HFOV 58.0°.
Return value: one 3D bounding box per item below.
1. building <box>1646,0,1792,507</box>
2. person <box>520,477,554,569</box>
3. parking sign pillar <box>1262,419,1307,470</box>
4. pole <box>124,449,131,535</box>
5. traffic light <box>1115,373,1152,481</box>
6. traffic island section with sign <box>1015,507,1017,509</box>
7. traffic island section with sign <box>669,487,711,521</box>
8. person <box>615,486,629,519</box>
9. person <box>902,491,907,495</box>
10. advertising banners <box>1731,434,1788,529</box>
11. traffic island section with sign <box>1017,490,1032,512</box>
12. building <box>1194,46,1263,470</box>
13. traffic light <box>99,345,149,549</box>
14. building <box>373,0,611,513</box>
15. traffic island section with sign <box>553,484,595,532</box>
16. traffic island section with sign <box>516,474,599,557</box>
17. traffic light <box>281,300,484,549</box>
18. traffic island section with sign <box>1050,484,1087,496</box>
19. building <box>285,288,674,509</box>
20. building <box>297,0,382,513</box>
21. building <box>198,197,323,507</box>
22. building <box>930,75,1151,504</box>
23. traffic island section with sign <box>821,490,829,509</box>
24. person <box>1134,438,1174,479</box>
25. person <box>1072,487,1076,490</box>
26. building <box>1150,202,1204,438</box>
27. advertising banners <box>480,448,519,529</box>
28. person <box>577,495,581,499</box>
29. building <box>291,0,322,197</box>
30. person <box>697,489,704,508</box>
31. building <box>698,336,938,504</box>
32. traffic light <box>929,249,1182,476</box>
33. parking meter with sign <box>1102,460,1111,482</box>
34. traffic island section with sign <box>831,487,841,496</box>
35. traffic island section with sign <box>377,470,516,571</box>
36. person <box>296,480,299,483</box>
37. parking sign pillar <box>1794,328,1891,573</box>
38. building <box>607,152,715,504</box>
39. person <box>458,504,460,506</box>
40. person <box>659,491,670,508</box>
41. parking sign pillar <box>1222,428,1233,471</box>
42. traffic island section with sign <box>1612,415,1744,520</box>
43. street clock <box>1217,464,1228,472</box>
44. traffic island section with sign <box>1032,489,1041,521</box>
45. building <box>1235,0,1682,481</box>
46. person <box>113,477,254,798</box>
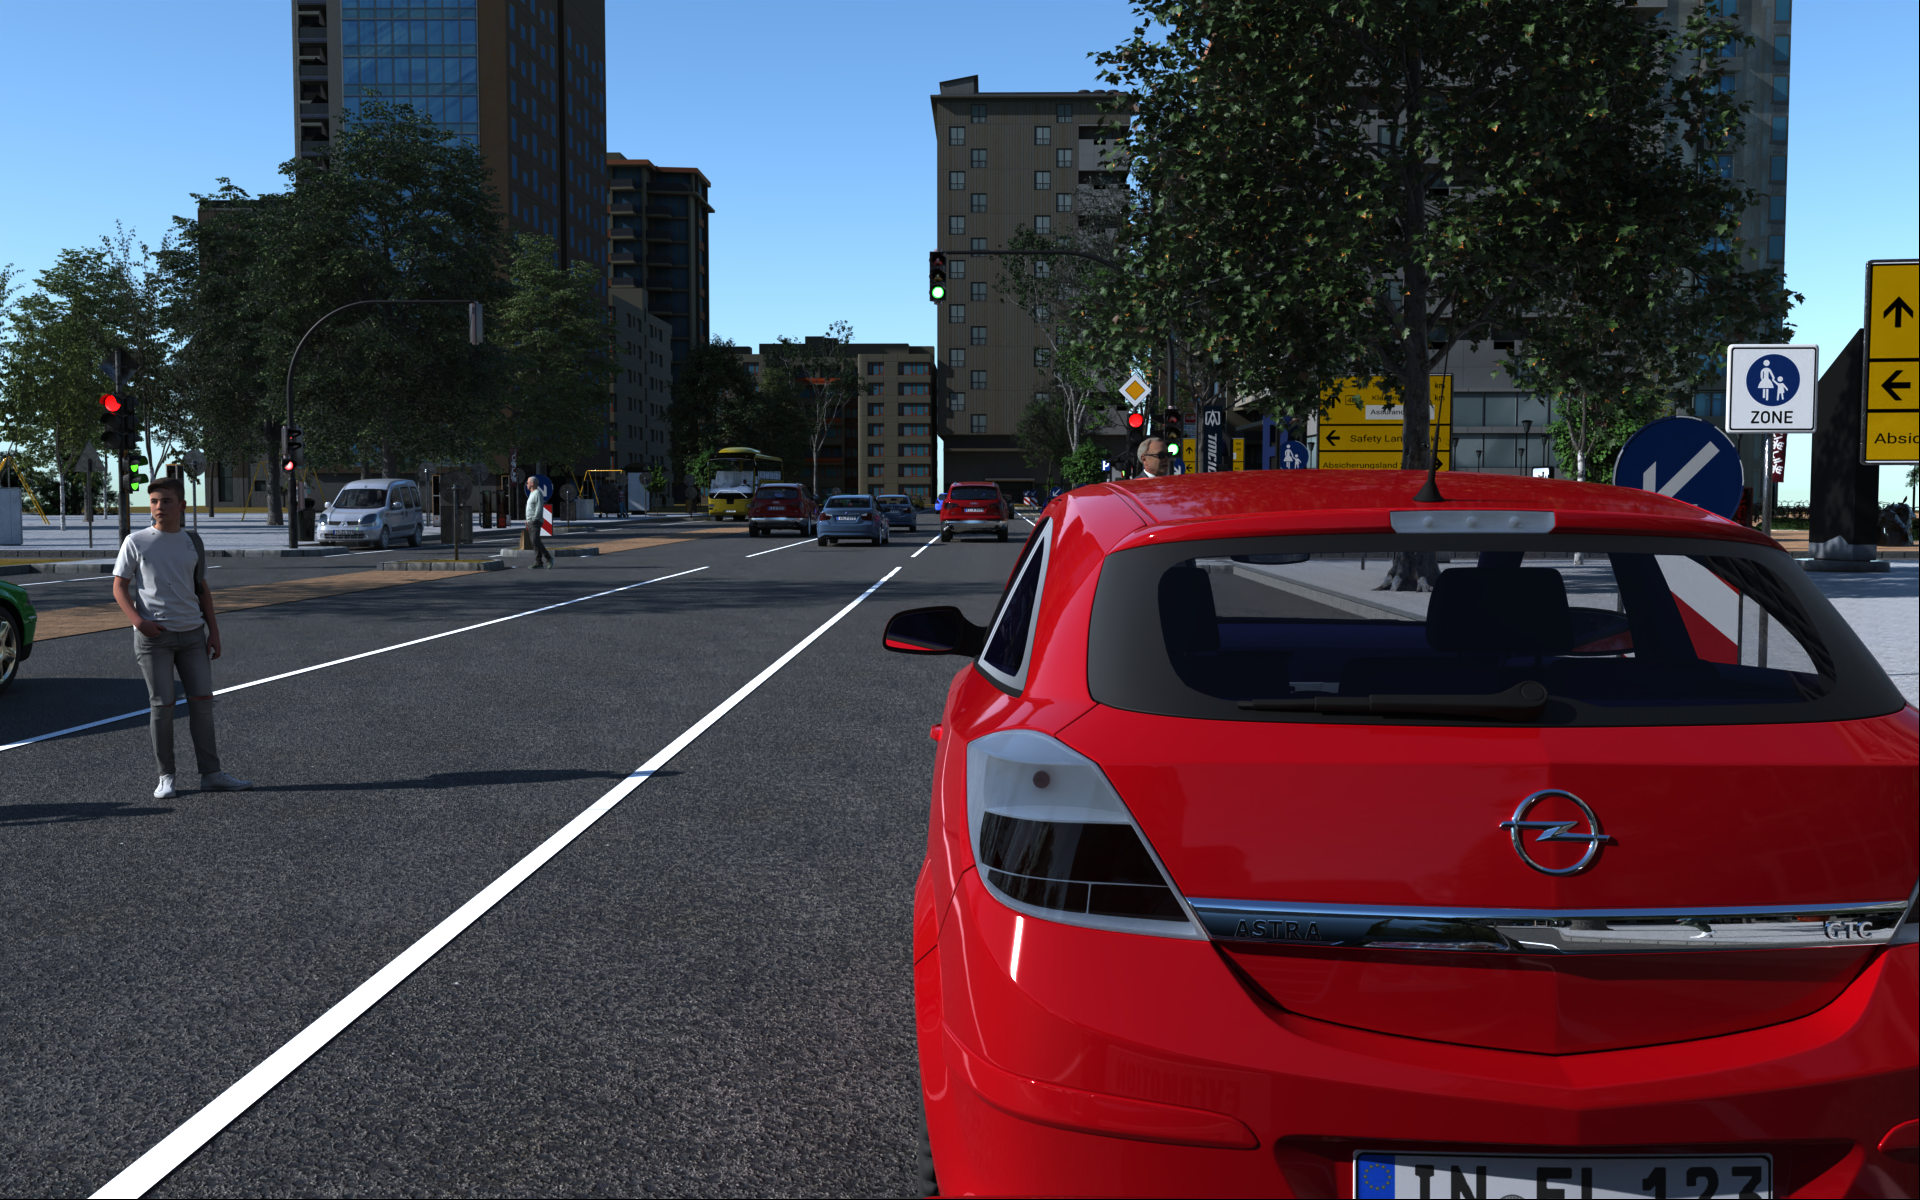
[{"bbox_3d":[60.828,-33.302,164.099,30.456,49.044,23.786,0,4,1],"label":"building"},{"bbox_3d":[-8.151,-1.488,33.314,0.515,1.767,0.782,-2,4,-30],"label":"person"},{"bbox_3d":[7.936,-3.298,42.395,1.447,3.967,1.447,-2,4,-24],"label":"parking sign pillar"},{"bbox_3d":[-21.070,-3.047,43.662,0.158,3.312,0.155,0,3,0],"label":"pole"},{"bbox_3d":[4.052,-3.149,40.401,0.839,4.253,0.868,0,4,1],"label":"traffic light"},{"bbox_3d":[6.398,-9.821,169.203,1.989,1.847,2.006,0,4,1],"label":"traffic island section with sign"},{"bbox_3d":[-14.483,-5.169,93.134,1.989,1.847,2.006,0,4,1],"label":"traffic island section with sign"},{"bbox_3d":[-17.390,-5.029,89.108,0.643,1.720,0.563,1,4,16],"label":"person"},{"bbox_3d":[-6.169,-11.269,192.887,1.348,1.807,0.705,1,4,11],"label":"person"},{"bbox_3d":[18.074,-2.686,40.102,2.074,3.025,0.090,1,4,21],"label":"advertising banners"},{"bbox_3d":[5.925,-8.173,142.252,1.989,1.847,2.006,0,4,1],"label":"traffic island section with sign"},{"bbox_3d":[33.625,-31.049,162.275,22.147,44.769,28.867,0,4,1],"label":"building"},{"bbox_3d":[-15.849,-2.681,32.753,0.839,4.253,0.868,0,4,1],"label":"traffic light"},{"bbox_3d":[-36.554,-29.854,138.216,14.600,45.320,14.200,0,4,1],"label":"building"},{"bbox_3d":[-14.971,-3.499,65.834,1.989,1.847,2.006,0,4,1],"label":"traffic island section with sign"},{"bbox_3d":[-9.652,-1.975,40.420,2.006,1.907,1.989,0,4,1],"label":"traffic island section with sign"},{"bbox_3d":[-13.613,-4.041,40.735,4.771,5.953,1.251,0,4,1],"label":"traffic light"},{"bbox_3d":[4.555,-3.506,65.944,1.989,1.847,2.006,0,4,1],"label":"traffic island section with sign"},{"bbox_3d":[-44.161,-19.519,164.174,28.899,21.520,27.650,0,4,1],"label":"building"},{"bbox_3d":[-37.085,-28.942,123.316,14.600,45.320,14.200,0,4,1],"label":"building"},{"bbox_3d":[-65.520,-24.493,172.166,14.107,30.474,14.160,0,4,1],"label":"building"},{"bbox_3d":[10.377,-38.983,226.607,27.495,52.752,28.713,0,4,1],"label":"building"},{"bbox_3d":[-13.122,-9.843,169.561,1.989,1.847,2.006,0,4,1],"label":"traffic island section with sign"},{"bbox_3d":[1.352,-0.167,11.408,0.661,1.801,0.590,-3,4,-37],"label":"person"},{"bbox_3d":[7.218,-6.204,108.044,0.524,1.755,0.480,-2,4,-26],"label":"person"},{"bbox_3d":[31.866,-34.847,219.862,14.200,45.320,14.600,0,4,1],"label":"building"},{"bbox_3d":[-17.270,-4.213,65.066,0.090,3.025,2.074,2,4,28],"label":"advertising banners"},{"bbox_3d":[-22.747,-5.675,103.849,0.505,1.210,0.382,3,5,41],"label":"person"},{"bbox_3d":[-71.983,-47.993,222.939,20.611,71.187,20.563,0,4,1],"label":"building"},{"bbox_3d":[-24.271,-9.419,160.825,0.721,1.735,1.217,3,5,44],"label":"person"},{"bbox_3d":[-17.823,-23.399,227.616,28.899,21.520,27.650,0,4,1],"label":"building"},{"bbox_3d":[1.816,-3.526,32.313,4.771,5.953,1.251,0,4,1],"label":"traffic light"},{"bbox_3d":[8.082,-5.719,89.762,0.543,3.016,1.738,3,5,42],"label":"parking meter with sign"},{"bbox_3d":[-8.317,-6.569,115.546,2.006,1.907,1.989,0,4,1],"label":"traffic island section with sign"},{"bbox_3d":[-9.794,-1.522,33.014,2.006,1.907,1.989,0,4,1],"label":"traffic island section with sign"},{"bbox_3d":[-24.622,-3.567,64.589,0.641,1.798,0.478,1,4,18],"label":"person"},{"bbox_3d":[14.773,-2.473,28.911,1.447,3.967,1.447,0,4,-4],"label":"parking sign pillar"},{"bbox_3d":[-47.219,-34.880,224.907,28.867,44.769,22.147,0,4,1],"label":"building"},{"bbox_3d":[-32.157,-6.460,111.445,0.755,1.850,0.659,-1,4,-18],"label":"person"},{"bbox_3d":[-28.075,-9.649,164.531,0.721,1.736,1.217,3,5,42],"label":"person"},{"bbox_3d":[8.593,-4.261,58.146,1.447,3.967,1.447,-2,4,-30],"label":"parking sign pillar"},{"bbox_3d":[3.540,-0.056,9.541,1.989,1.847,2.006,0,4,1],"label":"traffic island section with sign"},{"bbox_3d":[6.382,-2.301,42.191,0.358,2.002,0.471,0,4,1],"label":"street clock"},{"bbox_3d":[5.047,-5.177,93.276,1.989,1.847,2.006,0,4,1],"label":"traffic island section with sign"},{"bbox_3d":[36.573,-33.274,133.269,28.713,52.752,27.495,0,4,1],"label":"building"},{"bbox_3d":[-3.717,0.174,8.254,0.523,1.515,0.503,1,4,13],"label":"person"}]
